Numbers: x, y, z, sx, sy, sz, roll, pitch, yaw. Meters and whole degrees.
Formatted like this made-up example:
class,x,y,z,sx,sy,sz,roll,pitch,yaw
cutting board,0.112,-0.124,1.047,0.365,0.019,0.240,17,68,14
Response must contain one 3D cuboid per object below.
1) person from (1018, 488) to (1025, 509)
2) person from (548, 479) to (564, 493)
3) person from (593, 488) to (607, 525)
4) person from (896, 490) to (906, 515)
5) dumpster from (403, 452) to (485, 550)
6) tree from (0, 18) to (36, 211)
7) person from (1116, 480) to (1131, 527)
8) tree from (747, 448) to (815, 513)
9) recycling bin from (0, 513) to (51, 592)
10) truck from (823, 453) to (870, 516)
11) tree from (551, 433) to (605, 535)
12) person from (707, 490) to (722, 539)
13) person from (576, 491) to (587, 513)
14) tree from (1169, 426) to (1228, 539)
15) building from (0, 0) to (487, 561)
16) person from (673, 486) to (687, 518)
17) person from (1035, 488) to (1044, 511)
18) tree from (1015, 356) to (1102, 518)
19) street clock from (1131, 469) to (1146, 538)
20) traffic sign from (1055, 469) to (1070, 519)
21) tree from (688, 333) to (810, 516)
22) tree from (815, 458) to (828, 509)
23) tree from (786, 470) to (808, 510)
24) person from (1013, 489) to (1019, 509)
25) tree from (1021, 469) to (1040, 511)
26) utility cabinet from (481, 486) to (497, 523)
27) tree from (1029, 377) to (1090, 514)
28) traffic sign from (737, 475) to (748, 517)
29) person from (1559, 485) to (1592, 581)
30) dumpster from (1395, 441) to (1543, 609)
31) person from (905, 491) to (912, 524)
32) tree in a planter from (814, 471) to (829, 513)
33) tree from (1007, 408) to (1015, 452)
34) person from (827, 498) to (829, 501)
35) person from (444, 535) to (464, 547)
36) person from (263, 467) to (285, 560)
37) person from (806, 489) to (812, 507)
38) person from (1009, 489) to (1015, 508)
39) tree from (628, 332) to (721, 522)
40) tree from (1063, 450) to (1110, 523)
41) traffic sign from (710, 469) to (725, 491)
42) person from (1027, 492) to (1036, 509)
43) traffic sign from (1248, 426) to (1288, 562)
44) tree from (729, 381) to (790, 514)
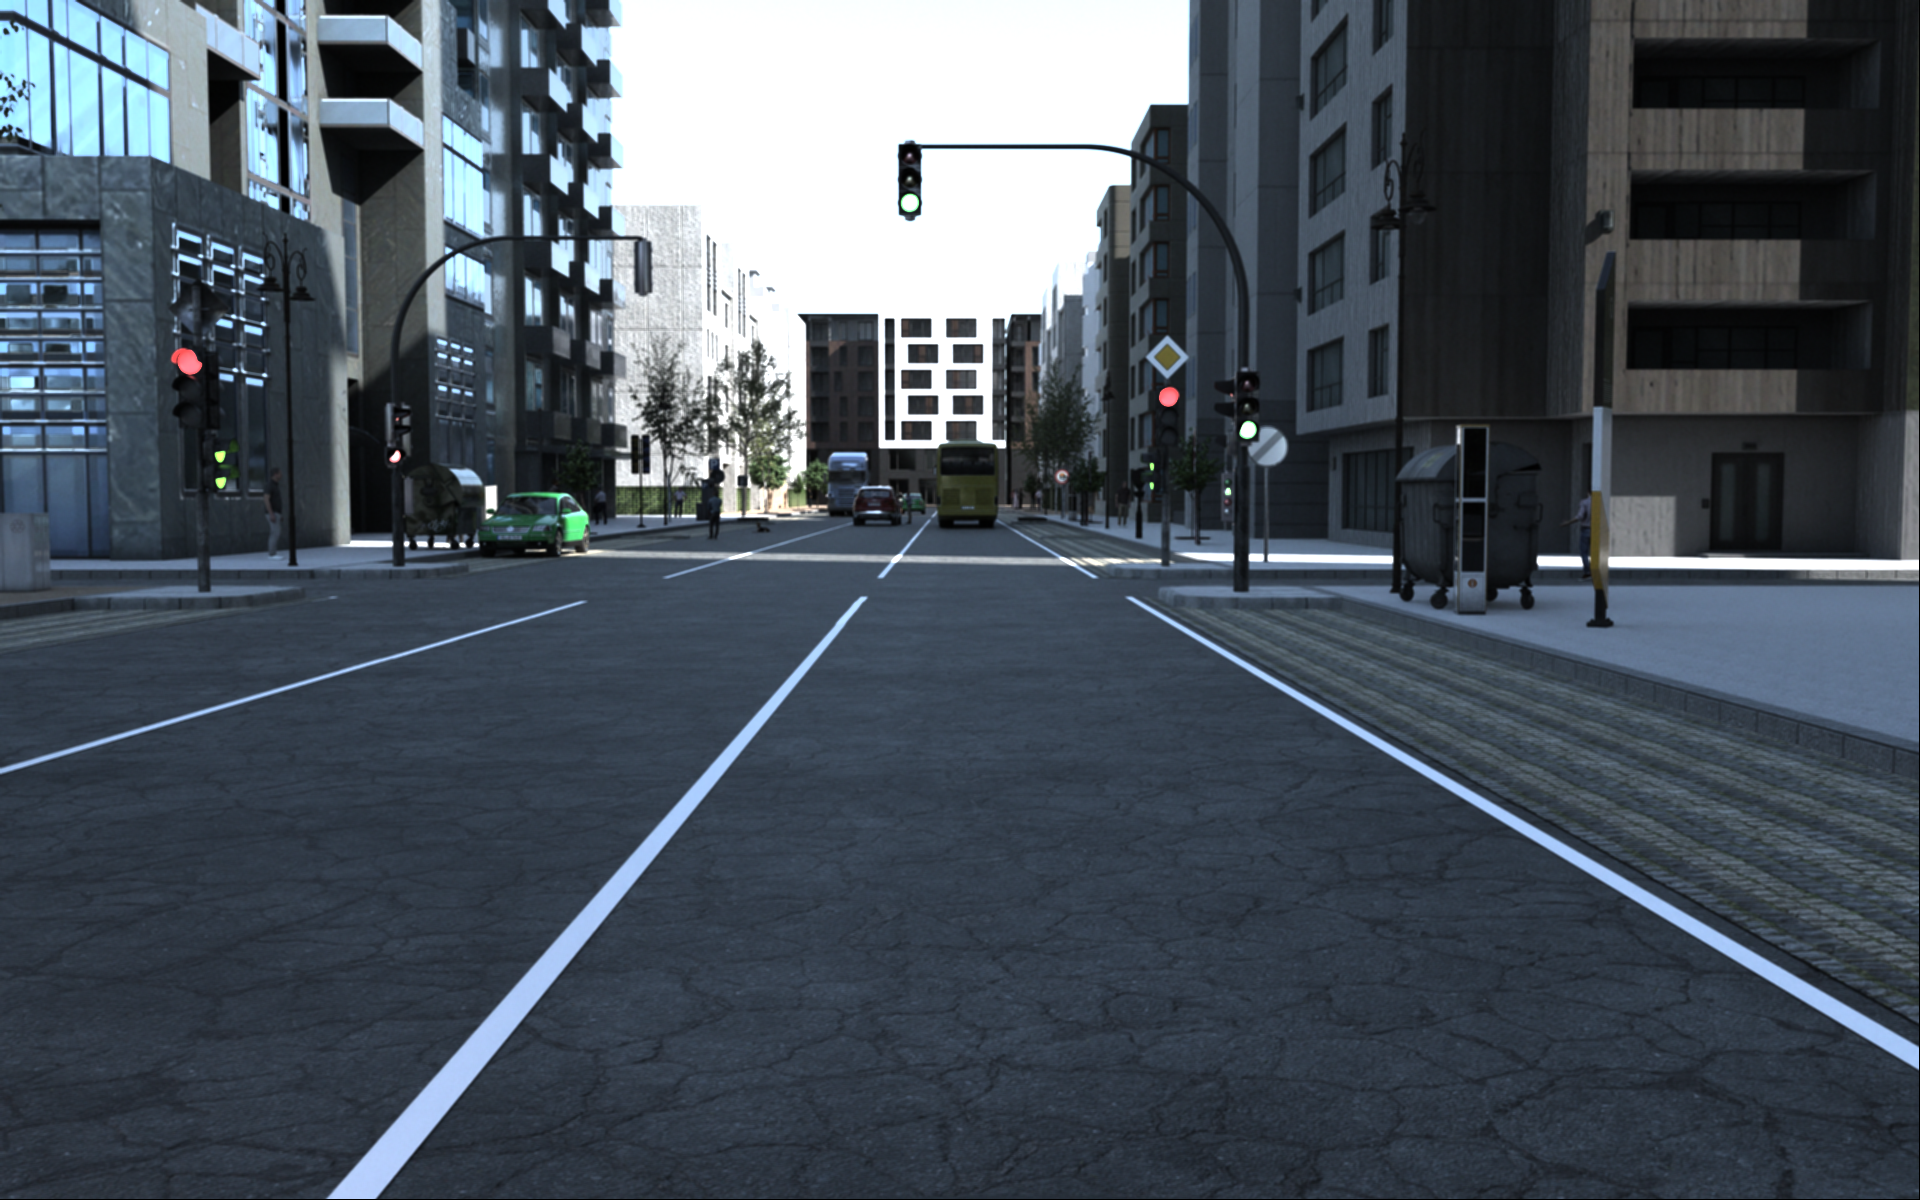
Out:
class,x,y,z,sx,sy,sz,roll,pitch,yaw
person,5.358,-8.921,152.038,0.705,1.807,1.348,-2,4,-26
person,-12.004,-2.735,51.588,0.431,1.722,0.655,-2,4,-25
person,-15.107,-3.934,72.583,0.590,1.554,0.614,3,4,38
person,-4.167,-6.729,119.311,1.217,1.735,0.721,0,4,-2
dumpster,-12.055,-2.312,40.293,1.502,2.255,1.985,0,4,0
tree,-11.899,-4.088,17.204,4.737,8.622,4.395,0,3,0
person,6.291,-3.704,66.728,0.598,1.807,0.434,0,4,2
tree,-12.973,-8.188,117.586,4.285,4.588,4.351,0,3,0
recycling bin,-12.524,-0.633,22.898,0.722,1.027,0.722,-1,4,-11
truck,-7.075,-7.843,117.994,2.967,4.110,18.799,0,4,1
tree,-12.179,-3.693,54.974,1.663,3.219,1.824,0,3,0
person,-7.770,-2.690,54.701,0.499,1.552,0.429,0,4,2
person,-12.570,-3.153,57.717,0.434,1.807,0.598,-1,4,-15
tree,6.575,-3.355,49.452,1.663,3.219,1.824,0,3,0
building,-26.608,-44.862,46.161,22.319,86.520,31.000,0,4,0
person,-15.286,-5.349,94.445,0.756,1.711,0.436,0,4,2
person,5.836,-7.398,127.940,0.756,1.711,0.436,-1,4,-14
tree,5.532,-8.648,91.756,4.737,8.622,4.395,0,3,0
street clock,5.193,-2.790,50.179,0.471,2.002,0.358,0,4,8
traffic sign,5.210,-5.400,88.395,0.768,2.556,0.104,0,4,3
tree,-12.129,-10.103,99.592,7.601,10.594,8.767,0,4,-7
tree,-12.570,-10.396,153.684,4.285,4.588,4.351,0,3,0
tree,-12.638,-8.645,135.942,1.663,3.219,1.824,0,3,0
person,4.823,-8.603,147.371,0.621,1.740,0.551,-1,4,-9
tree,5.542,-8.446,132.695,1.663,3.219,1.824,0,3,0
utility cabinet,-12.315,-2.237,45.255,0.318,1.500,1.173,-1,4,-21
tree,6.180,-9.758,109.902,4.360,8.622,3.978,0,3,0
traffic sign,-11.927,-5.681,95.009,0.606,2.300,0.079,1,4,8
person,10.429,-1.112,28.639,0.963,1.587,0.435,-1,4,-19
dumpster,5.849,-0.868,19.944,1.264,1.857,1.865,0,3,0
person,-2.486,-4.464,83.544,0.319,1.574,0.516,1,4,11
tree in a planter,-10.114,-8.270,132.429,1.991,3.239,1.994,0,4,0
tree,5.473,-10.282,118.469,4.737,8.622,4.395,0,3,0
person,-12.609,-9.607,166.309,0.628,1.438,0.799,-3,4,-38
person,-12.195,-2.150,41.911,0.841,1.734,0.376,0,4,-5
person,-13.408,-1.698,33.934,0.434,1.807,0.598,0,4,4
person,-14.770,-10.019,169.881,0.705,1.821,1.348,-2,4,-26
person,5.055,-9.439,161.096,1.217,1.743,0.721,3,4,39
tree,-13.058,-7.812,78.092,4.360,8.622,3.978,0,3,0
tree,5.868,-4.996,76.278,1.663,3.219,1.824,0,3,0
traffic sign,-12.159,-5.300,86.759,0.768,2.556,0.104,1,4,9
person,6.264,-8.651,147.503,1.348,1.822,0.705,-2,4,-23
traffic sign,5.758,-1.983,32.532,0.768,2.556,0.104,0,4,8
tree,-12.633,-9.811,110.769,4.737,8.622,4.395,0,3,0
